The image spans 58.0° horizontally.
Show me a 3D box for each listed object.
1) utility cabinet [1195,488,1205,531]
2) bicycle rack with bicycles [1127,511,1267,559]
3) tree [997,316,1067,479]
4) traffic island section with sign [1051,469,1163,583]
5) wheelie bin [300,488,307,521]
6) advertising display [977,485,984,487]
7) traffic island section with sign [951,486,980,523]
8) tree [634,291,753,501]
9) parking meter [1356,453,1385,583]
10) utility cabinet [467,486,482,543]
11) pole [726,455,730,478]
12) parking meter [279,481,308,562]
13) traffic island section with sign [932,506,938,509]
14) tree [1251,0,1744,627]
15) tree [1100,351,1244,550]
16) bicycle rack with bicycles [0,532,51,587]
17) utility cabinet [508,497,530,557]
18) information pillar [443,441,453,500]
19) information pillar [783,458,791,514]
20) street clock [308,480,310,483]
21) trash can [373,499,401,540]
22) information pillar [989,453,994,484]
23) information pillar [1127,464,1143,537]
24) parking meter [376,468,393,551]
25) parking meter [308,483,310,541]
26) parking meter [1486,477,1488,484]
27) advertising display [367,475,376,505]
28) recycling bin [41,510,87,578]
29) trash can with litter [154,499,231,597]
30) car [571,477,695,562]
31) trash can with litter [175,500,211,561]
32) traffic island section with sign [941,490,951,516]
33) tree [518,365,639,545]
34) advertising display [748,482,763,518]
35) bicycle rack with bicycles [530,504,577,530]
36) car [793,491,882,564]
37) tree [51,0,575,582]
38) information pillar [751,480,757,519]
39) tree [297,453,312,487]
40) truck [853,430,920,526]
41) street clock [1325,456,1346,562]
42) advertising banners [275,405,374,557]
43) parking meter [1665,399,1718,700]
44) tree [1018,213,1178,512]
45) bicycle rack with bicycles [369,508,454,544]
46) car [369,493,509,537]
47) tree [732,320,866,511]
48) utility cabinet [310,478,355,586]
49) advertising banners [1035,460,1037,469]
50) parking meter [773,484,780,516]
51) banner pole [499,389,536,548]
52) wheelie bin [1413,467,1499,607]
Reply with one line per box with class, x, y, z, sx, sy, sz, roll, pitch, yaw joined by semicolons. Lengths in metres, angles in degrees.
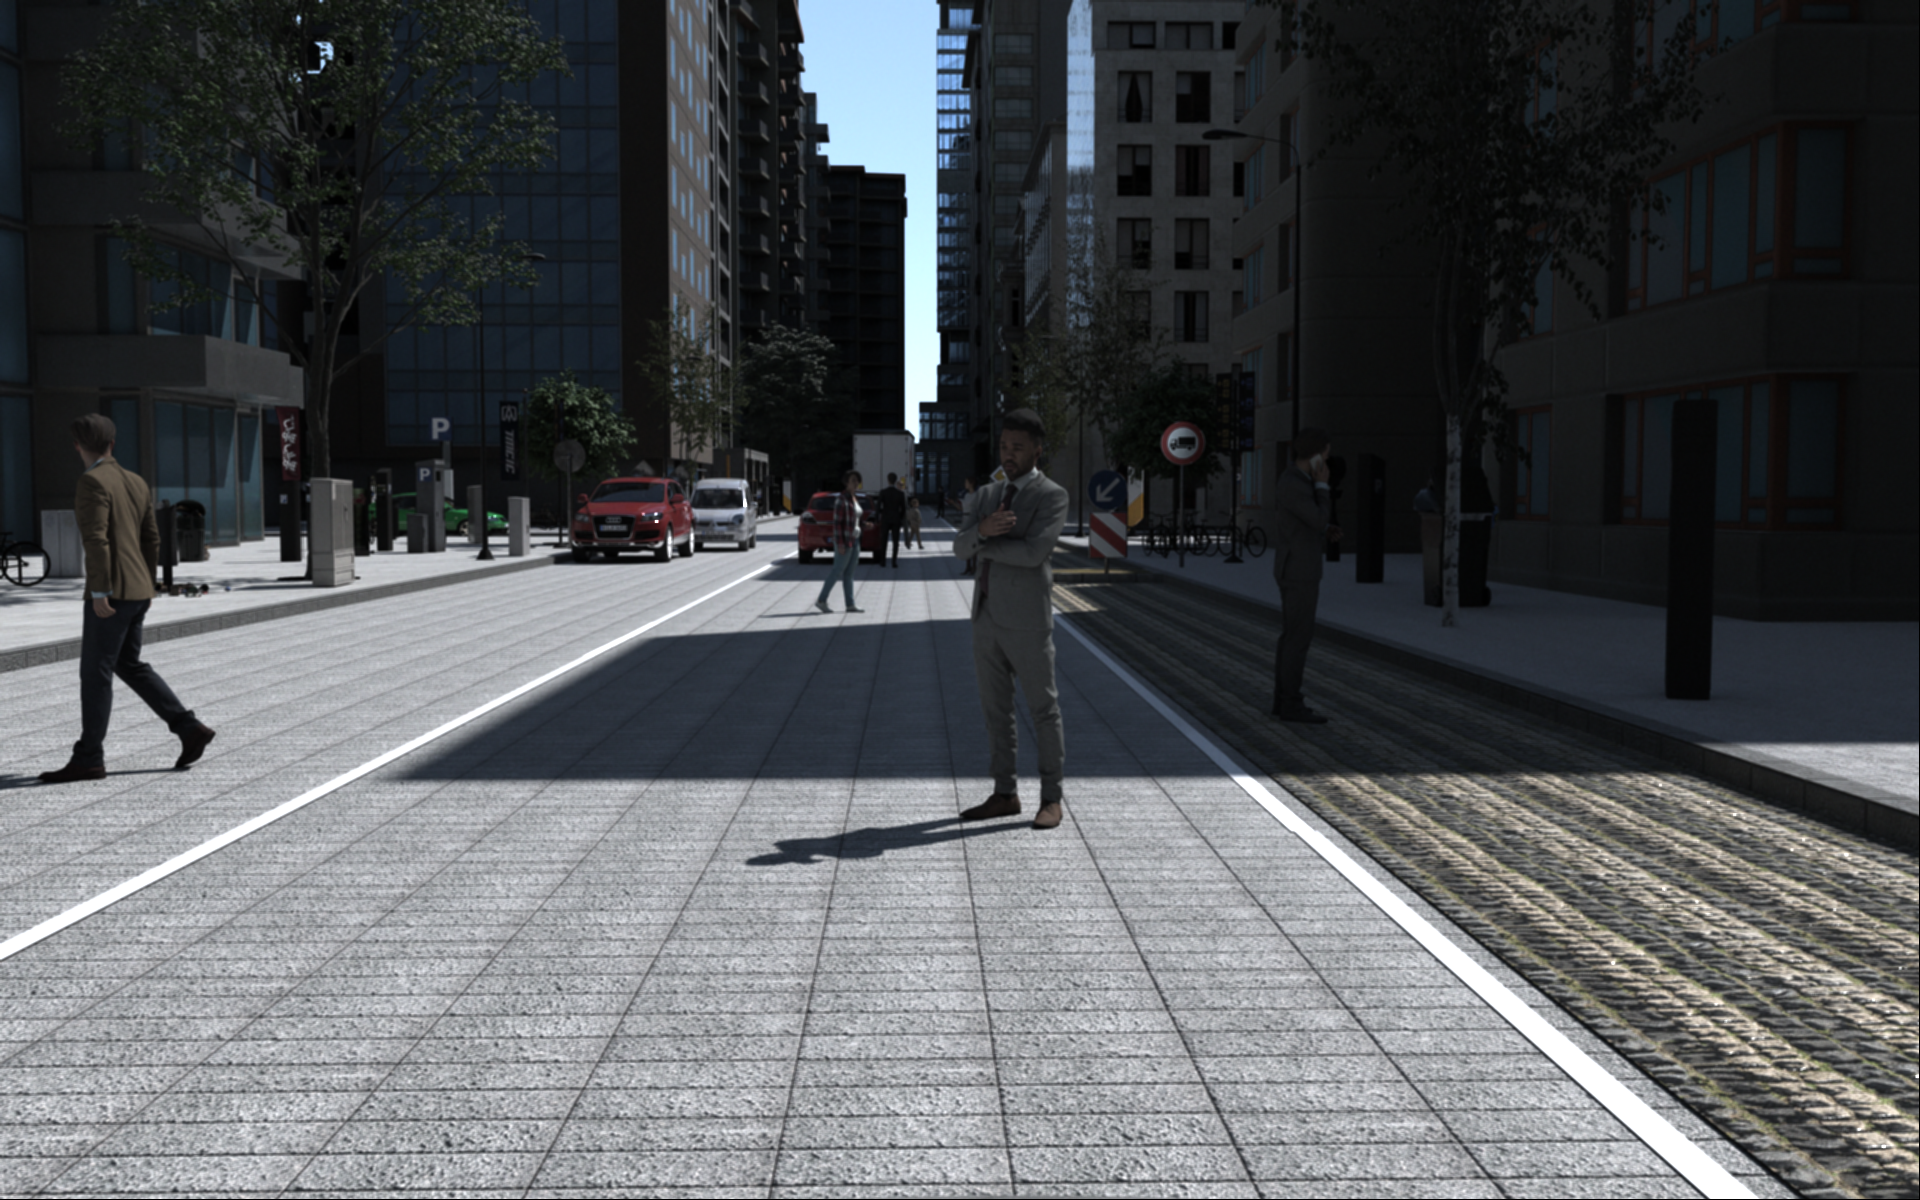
utility cabinet;8.194;-3.085;59.126;0.318;1.500;1.173;0;4;6
bicycle rack with bicycles;4.601;-1.373;35.830;2.852;0.926;2.925;-1;4;-23
tree;3.694;-7.488;72.789;4.737;8.622;4.395;0;3;0
traffic island section with sign;2.249;-1.224;28.638;1.989;1.847;2.006;0;4;-2
wheelie bin;-31.627;-4.610;83.286;0.693;1.594;0.980;-1;4;-18
advertising display;1.425;-6.989;119.478;0.123;1.923;0.974;2;4;29
traffic island section with sign;0.718;-4.671;84.991;1.989;1.847;2.006;0;4;-2
tree;-9.854;-6.938;63.798;4.737;8.622;4.395;0;3;0
parking meter;5.944;-1.183;25.057;0.399;1.863;0.255;-3;5;-43
utility cabinet;-12.577;-2.223;45.019;0.318;1.500;1.173;-2;4;-24
pole;-12.082;-5.898;90.270;0.158;3.312;0.155;0;3;0
parking meter;-12.727;-1.498;32.909;0.372;1.533;0.369;0;3;0
traffic island section with sign;-1.362;-9.311;160.861;1.989;1.847;2.006;0;4;-2
tree;4.983;-4.042;16.456;4.360;8.622;3.978;0;3;0
tree;5.030;-3.436;39.900;4.285;4.588;4.351;0;3;0
bicycle rack with bicycles;-14.122;-0.645;23.931;2.925;0.926;2.852;-1;4;-10
utility cabinet;-9.147;-1.518;35.984;0.306;1.237;1.020;0;4;-5
information pillar;-17.389;-4.124;58.782;0.504;3.616;0.183;2;4;33
information pillar;-10.973;-7.250;109.895;0.504;3.616;0.183;1;4;11
street clock;-31.951;-4.952;85.530;0.471;2.002;0.358;2;4;35
trash can;-16.053;-2.257;48.561;0.748;1.137;0.748;0;3;0
information pillar;1.798;-6.596;99.202;0.183;3.616;0.504;2;4;24
information pillar;5.231;-3.690;51.690;0.504;3.616;0.183;2;4;32
parking meter;-12.945;-2.032;38.941;0.255;1.863;0.399;0;3;0
parking meter;-14.722;-1.904;39.546;0.372;1.533;0.369;0;3;0
parking meter;6.757;-0.883;22.855;0.372;1.533;0.369;0;3;0
advertising display;-19.413;-3.219;57.845;0.123;1.923;0.974;1;4;19
recycling bin;-13.628;-0.868;26.753;0.722;1.027;0.722;1;4;15
trash can with litter;-10.288;-0.688;22.309;1.678;1.210;2.233;-2;4;-31
car;-7.096;-1.792;37.974;2.281;1.827;5.304;0;4;0
trash can with litter;-14.665;-1.322;33.006;0.624;1.170;1.055;-1;4;-14
traffic island section with sign;-0.024;-6.319;111.936;1.989;1.847;2.006;0;4;-2
tree;-9.902;-3.698;44.168;4.285;4.588;4.351;0;3;0
advertising display;-10.875;-5.280;91.535;0.974;1.923;0.123;1;4;17
bicycle rack with bicycles;-14.968;-3.022;62.797;2.925;0.926;2.852;2;4;30
car;-2.531;-1.721;37.172;2.155;1.783;4.494;0;4;-3
tree;-9.415;-6.096;25.419;9.928;11.665;9.643;0;3;0
information pillar;-10.775;-5.237;90.117;0.304;2.012;0.304;2;4;32
tree;-35.378;-6.530;90.478;4.285;4.588;4.351;0;3;0
truck;-3.408;-5.638;81.094;2.839;4.237;11.283;0;4;0
street clock;7.097;-1.732;32.896;0.358;2.002;0.471;-1;4;-22
advertising banners;-12.832;-2.374;35.004;0.090;3.025;2.074;3;5;40
parking meter;4.612;-0.319;10.928;0.255;1.863;0.399;1;4;20
tree;3.788;-5.783;44.909;4.360;8.622;3.978;0;3;0
bicycle rack with bicycles;-14.416;-1.924;44.841;2.852;0.926;2.925;-1;4;-15
car;-16.252;-2.711;53.113;4.718;1.807;1.959;0;4;-2
tree;-12.027;-13.509;127.527;9.857;13.997;8.962;0;3;0
utility cabinet;-8.780;-0.955;24.285;0.318;1.500;1.173;0;4;-6
advertising banners;2.855;-3.997;61.544;0.090;3.025;2.074;-1;4;-12
parking meter;-10.778;-5.873;101.734;0.255;1.863;0.399;-3;4;-38
banner pole;-10.531;-3.126;41.131;0.863;3.779;0.401;-2;4;-35
wheelie bin;5.652;-0.732;19.878;0.980;1.594;0.693;-1;4;-9
